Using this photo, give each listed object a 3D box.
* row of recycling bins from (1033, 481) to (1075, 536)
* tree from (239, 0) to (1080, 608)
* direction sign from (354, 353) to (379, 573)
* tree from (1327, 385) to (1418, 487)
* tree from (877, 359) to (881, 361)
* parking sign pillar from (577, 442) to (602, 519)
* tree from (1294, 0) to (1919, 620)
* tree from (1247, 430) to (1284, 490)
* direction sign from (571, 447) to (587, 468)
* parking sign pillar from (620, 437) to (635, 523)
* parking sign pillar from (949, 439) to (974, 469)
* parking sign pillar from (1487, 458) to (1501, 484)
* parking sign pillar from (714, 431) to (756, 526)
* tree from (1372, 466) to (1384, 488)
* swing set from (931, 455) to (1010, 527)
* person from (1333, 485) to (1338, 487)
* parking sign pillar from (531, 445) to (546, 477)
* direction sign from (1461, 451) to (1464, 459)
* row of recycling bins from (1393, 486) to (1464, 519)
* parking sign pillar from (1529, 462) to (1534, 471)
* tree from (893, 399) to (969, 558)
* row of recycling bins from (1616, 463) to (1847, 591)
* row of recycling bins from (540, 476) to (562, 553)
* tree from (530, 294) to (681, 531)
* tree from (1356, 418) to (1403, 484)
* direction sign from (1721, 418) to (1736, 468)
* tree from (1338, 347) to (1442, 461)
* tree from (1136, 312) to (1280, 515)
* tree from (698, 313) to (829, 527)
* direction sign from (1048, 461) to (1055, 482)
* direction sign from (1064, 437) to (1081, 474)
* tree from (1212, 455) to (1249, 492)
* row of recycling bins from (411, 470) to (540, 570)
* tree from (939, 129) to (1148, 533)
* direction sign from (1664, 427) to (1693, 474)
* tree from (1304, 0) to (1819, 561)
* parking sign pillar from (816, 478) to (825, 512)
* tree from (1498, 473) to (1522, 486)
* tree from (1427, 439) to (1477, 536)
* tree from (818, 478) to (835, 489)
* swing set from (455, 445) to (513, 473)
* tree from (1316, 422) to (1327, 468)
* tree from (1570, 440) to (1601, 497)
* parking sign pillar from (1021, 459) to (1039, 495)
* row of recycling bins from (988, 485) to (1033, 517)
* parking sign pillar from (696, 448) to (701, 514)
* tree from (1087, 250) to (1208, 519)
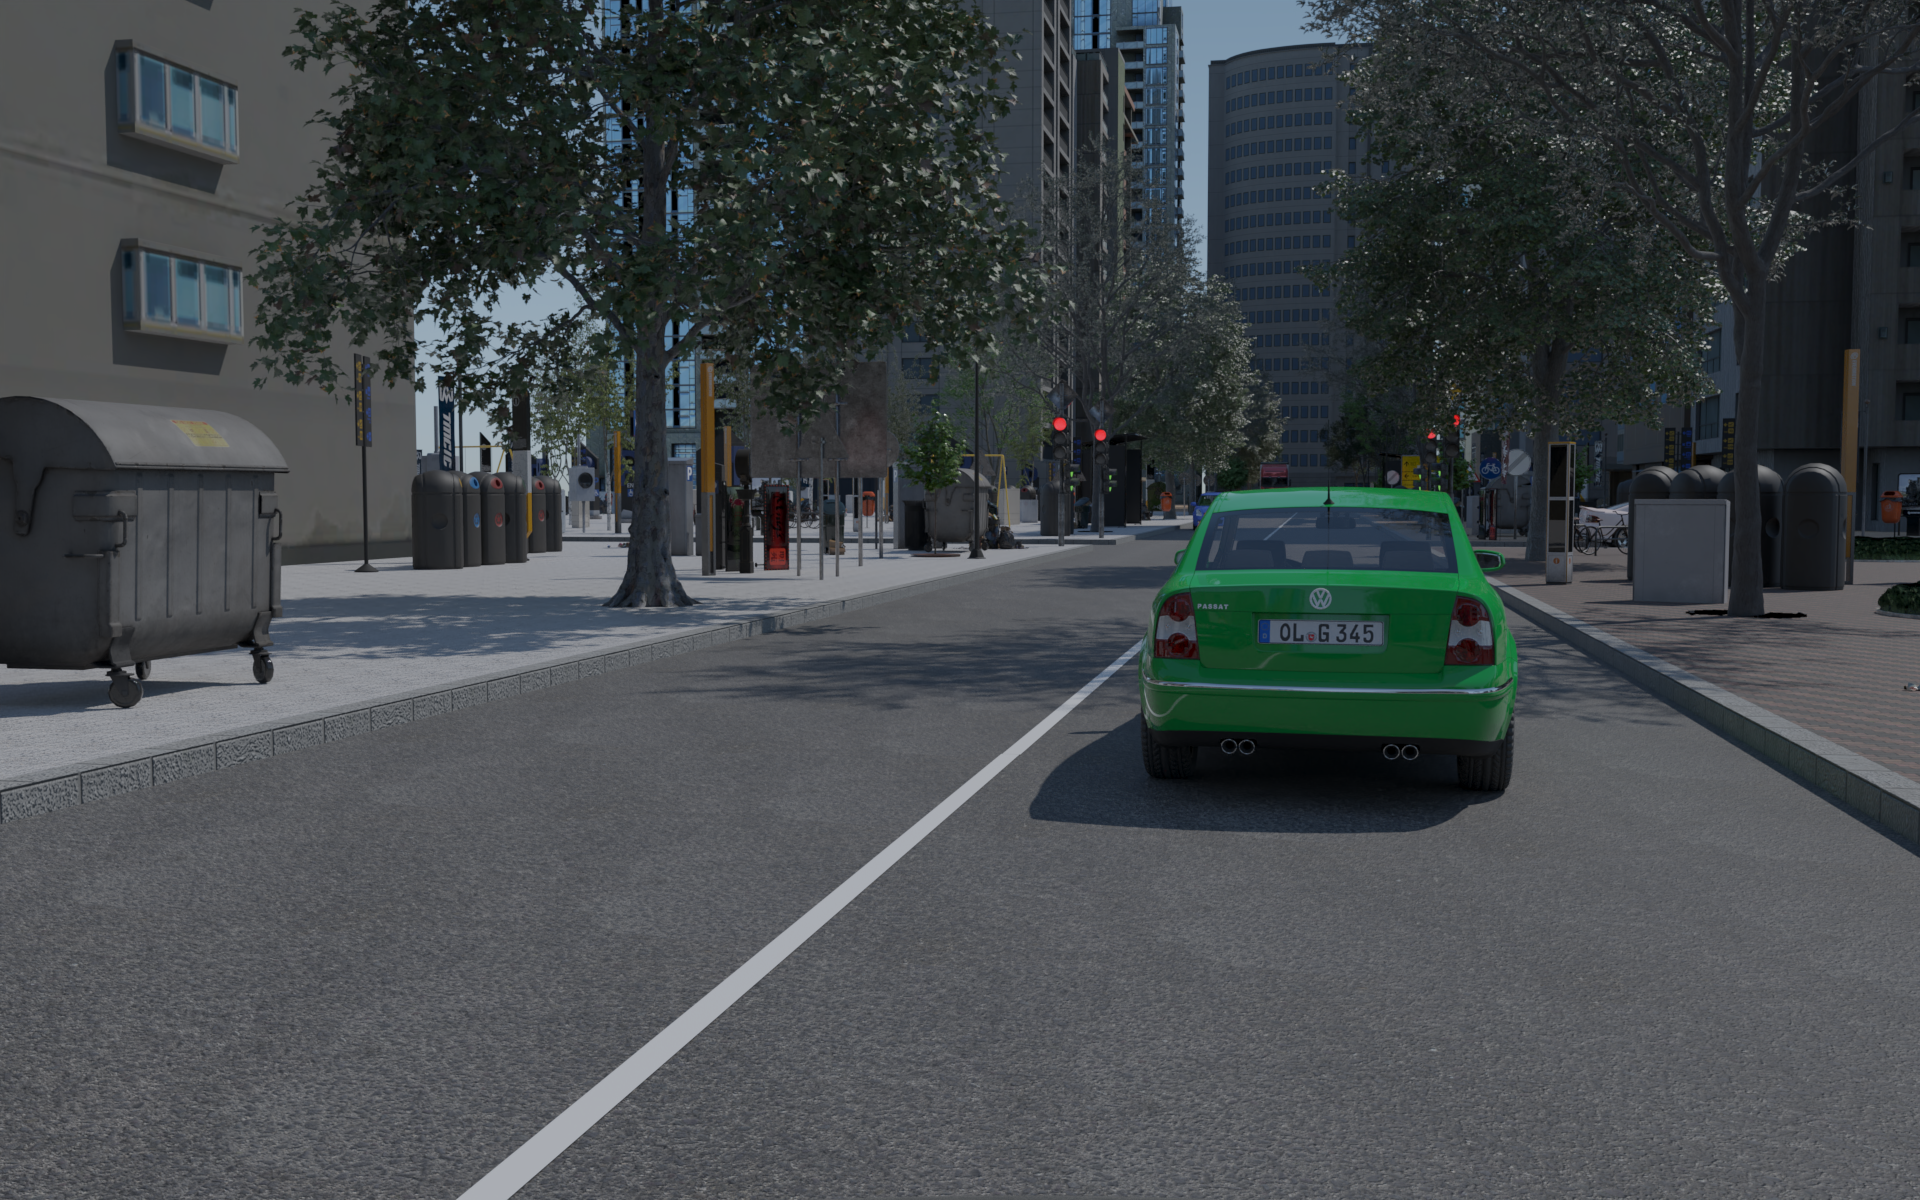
[{"bbox_3d":[3.031,-2.879,54.191,1.069,1.692,3.534,0,4,6],"label":"row of recycling bins"},{"bbox_3d":[-3.444,-6.274,19.590,9.611,12.733,9.660,0,3,0],"label":"tree"},{"bbox_3d":[-9.753,-2.224,28.356,0.379,3.537,0.876,0,4,-4],"label":"direction sign"},{"bbox_3d":[31.850,-11.984,130.359,7.601,10.594,8.767,1,4,14],"label":"tree"},{"bbox_3d":[-6.256,-7.536,73.571,4.360,8.622,3.978,0,3,0],"label":"tree"},{"bbox_3d":[-18.947,-6.090,88.041,1.447,3.967,1.447,2,4,34],"label":"parking sign pillar"},{"bbox_3d":[8.242,-6.580,17.953,12.009,13.543,11.850,0,3,0],"label":"tree"},{"bbox_3d":[31.451,-15.482,187.540,8.767,10.594,7.601,3,4,36],"label":"tree"},{"bbox_3d":[-18.326,-5.586,83.330,0.876,3.537,0.379,2,4,24],"label":"direction sign"},{"bbox_3d":[-14.546,-5.406,76.857,1.447,3.967,1.447,0,4,2],"label":"parking sign pillar"},{"bbox_3d":[-0.025,-5.345,75.864,1.447,3.967,1.447,-1,4,-10],"label":"parking sign pillar"},{"bbox_3d":[36.024,-7.815,116.240,1.447,3.967,1.447,-2,4,-25],"label":"parking sign pillar"},{"bbox_3d":[-8.907,-5.004,70.295,1.447,3.967,1.447,3,5,41],"label":"parking sign pillar"},{"bbox_3d":[26.360,-6.942,108.110,1.663,3.219,1.824,0,3,0],"label":"tree"},{"bbox_3d":[0.188,-4.345,68.665,3.119,2.851,2.862,-1,4,-10],"label":"swing set"},{"bbox_3d":[15.817,-3.932,72.965,0.419,1.800,0.721,1,4,17],"label":"person"},{"bbox_3d":[-22.527,-6.435,93.677,1.447,3.967,1.447,-2,4,-24],"label":"parking sign pillar"},{"bbox_3d":[26.506,-6.137,92.334,0.379,3.537,0.876,-2,4,-31],"label":"direction sign"},{"bbox_3d":[22.687,-4.702,83.991,3.534,1.692,1.069,0,4,-6],"label":"row of recycling bins"},{"bbox_3d":[34.387,-7.168,105.676,1.447,3.967,1.447,1,4,23],"label":"parking sign pillar"},{"bbox_3d":[-0.640,-2.496,35.407,1.663,3.219,1.824,0,3,0],"label":"tree"},{"bbox_3d":[10.900,-1.065,24.518,1.069,1.692,3.534,-2,4,-24],"label":"row of recycling bins"},{"bbox_3d":[-9.510,-1.842,37.223,1.069,1.692,3.534,0,4,7],"label":"row of recycling bins"},{"bbox_3d":[-12.082,-6.737,60.512,4.737,8.622,4.395,0,3,0],"label":"tree"},{"bbox_3d":[34.740,-11.785,143.039,4.360,8.622,3.978,0,3,0],"label":"tree"},{"bbox_3d":[23.156,-3.646,51.603,0.876,3.537,0.379,2,4,30],"label":"direction sign"},{"bbox_3d":[29.112,-11.659,116.380,9.928,11.665,9.643,0,3,0],"label":"tree"},{"bbox_3d":[13.972,-11.445,105.254,7.486,12.596,7.792,0,3,0],"label":"tree"},{"bbox_3d":[-6.857,-6.583,57.987,4.360,8.622,3.978,0,3,0],"label":"tree"},{"bbox_3d":[6.392,-7.866,120.602,0.379,3.537,0.876,2,4,34],"label":"direction sign"},{"bbox_3d":[4.388,-4.698,68.811,0.876,3.537,0.379,1,4,18],"label":"direction sign"},{"bbox_3d":[21.542,-9.418,137.697,4.285,4.588,4.351,0,3,0],"label":"tree"},{"bbox_3d":[-8.771,-1.458,30.949,1.069,1.692,3.534,1,4,9],"label":"row of recycling bins"},{"bbox_3d":[4.647,-9.021,57.864,12.009,13.543,11.850,0,3,0],"label":"tree"},{"bbox_3d":[24.408,-4.094,58.933,0.876,3.537,0.379,2,4,31],"label":"direction sign"},{"bbox_3d":[11.164,-7.731,33.054,9.857,13.997,8.962,0,3,0],"label":"tree"},{"bbox_3d":[-9.177,-7.795,115.914,1.447,3.967,1.447,-1,4,-20],"label":"parking sign pillar"},{"bbox_3d":[25.289,-5.170,79.132,1.663,3.219,1.824,0,3,0],"label":"tree"},{"bbox_3d":[14.904,-3.567,52.916,1.663,3.219,1.824,0,3,0],"label":"tree"},{"bbox_3d":[-7.223,-9.036,98.093,4.737,8.622,4.395,0,3,0],"label":"tree"},{"bbox_3d":[-15.894,-3.588,56.289,3.119,2.851,2.862,2,4,26],"label":"swing set"},{"bbox_3d":[37.573,-13.827,160.485,8.767,10.594,7.601,-1,4,-13],"label":"tree"},{"bbox_3d":[21.355,-4.031,60.501,1.663,3.219,1.824,0,3,0],"label":"tree"},{"bbox_3d":[5.098,-8.392,125.686,1.447,3.967,1.447,-2,4,-30],"label":"parking sign pillar"},{"bbox_3d":[2.768,-4.625,82.734,3.534,1.692,1.069,1,4,18],"label":"row of recycling bins"},{"bbox_3d":[-10.563,-5.220,73.821,1.447,3.967,1.447,0,4,5],"label":"parking sign pillar"},{"bbox_3d":[10.788,-11.160,89.114,9.857,13.997,8.962,0,3,0],"label":"tree"}]
